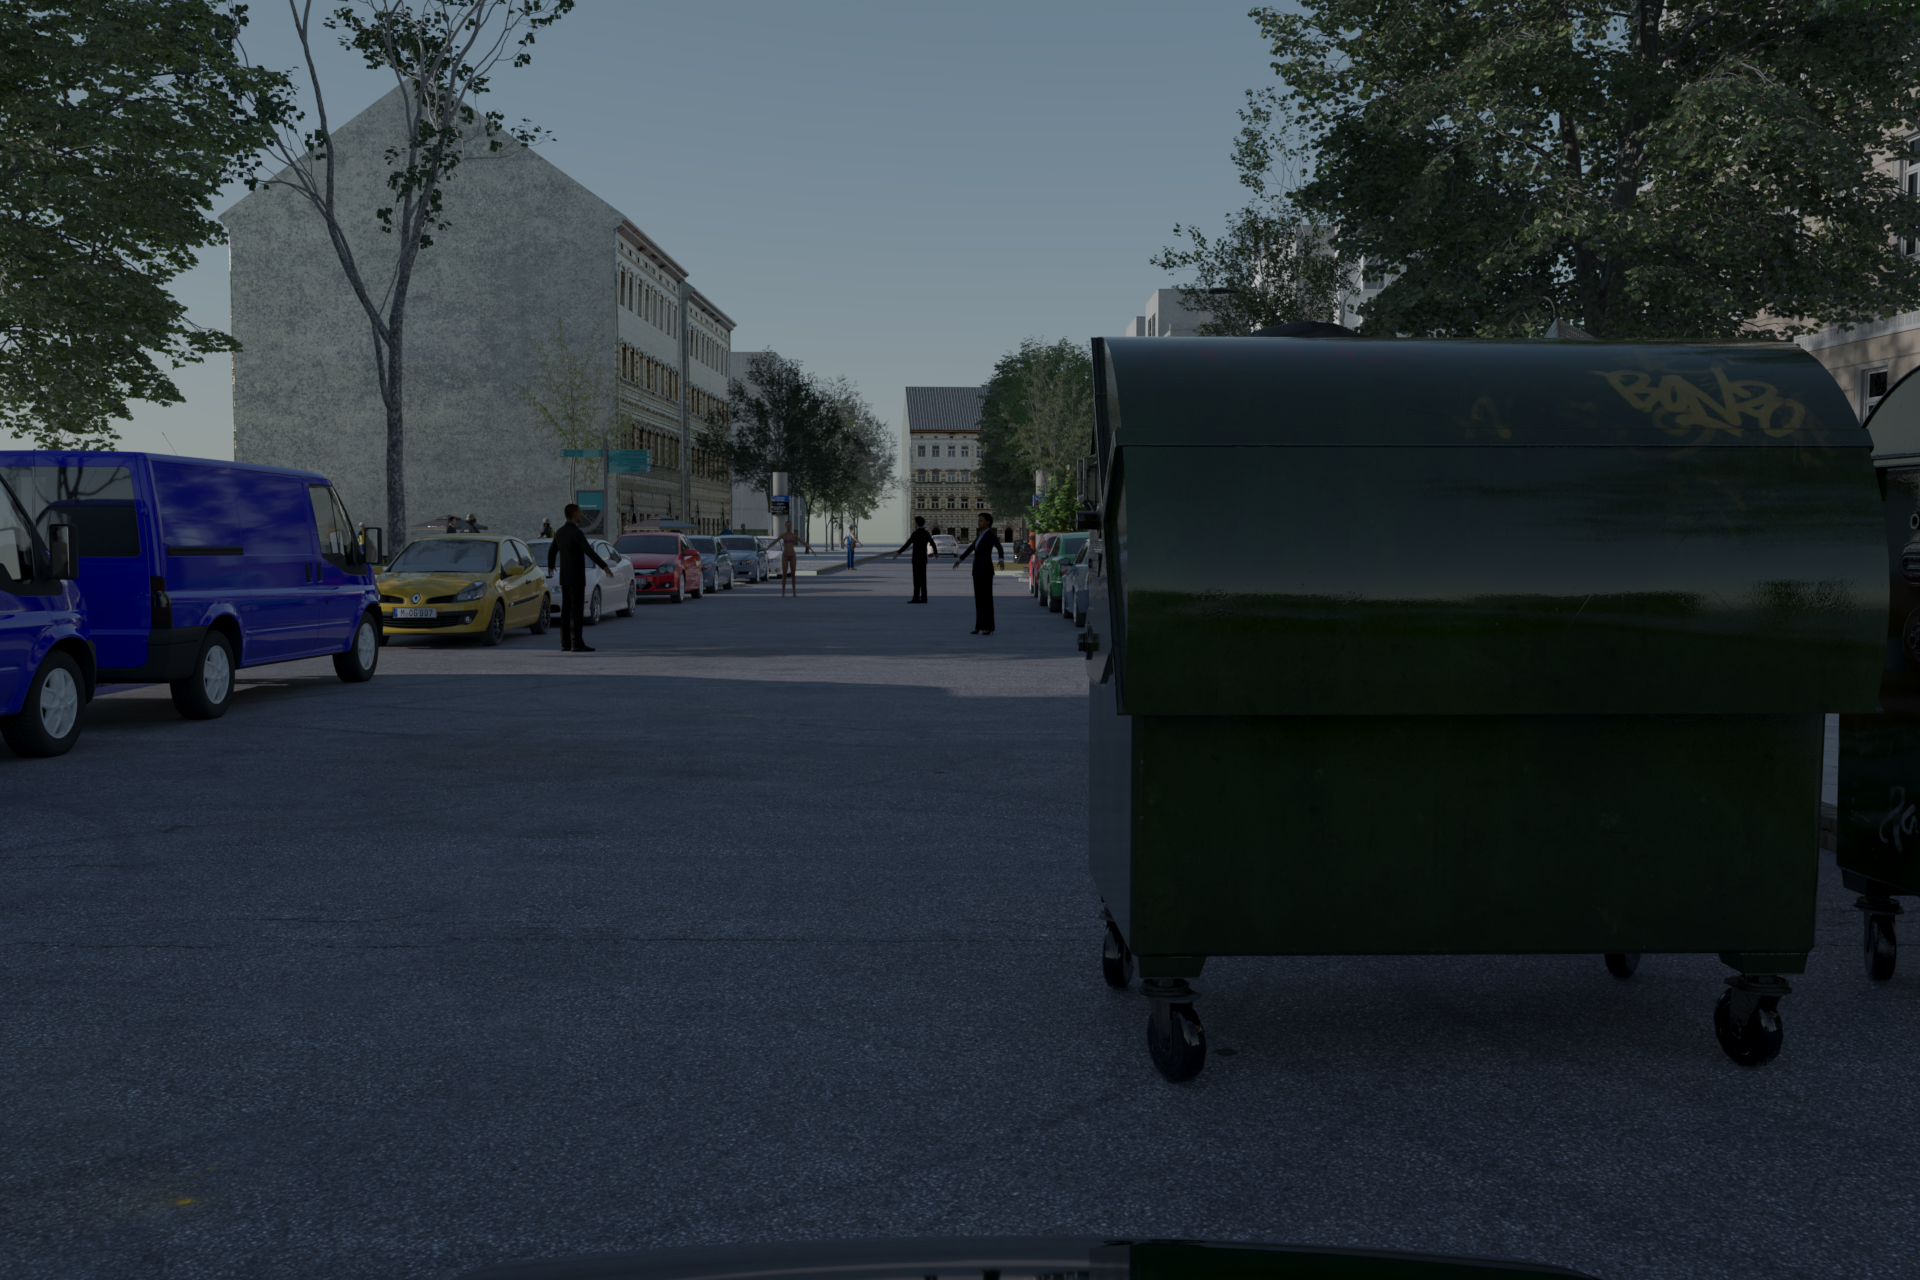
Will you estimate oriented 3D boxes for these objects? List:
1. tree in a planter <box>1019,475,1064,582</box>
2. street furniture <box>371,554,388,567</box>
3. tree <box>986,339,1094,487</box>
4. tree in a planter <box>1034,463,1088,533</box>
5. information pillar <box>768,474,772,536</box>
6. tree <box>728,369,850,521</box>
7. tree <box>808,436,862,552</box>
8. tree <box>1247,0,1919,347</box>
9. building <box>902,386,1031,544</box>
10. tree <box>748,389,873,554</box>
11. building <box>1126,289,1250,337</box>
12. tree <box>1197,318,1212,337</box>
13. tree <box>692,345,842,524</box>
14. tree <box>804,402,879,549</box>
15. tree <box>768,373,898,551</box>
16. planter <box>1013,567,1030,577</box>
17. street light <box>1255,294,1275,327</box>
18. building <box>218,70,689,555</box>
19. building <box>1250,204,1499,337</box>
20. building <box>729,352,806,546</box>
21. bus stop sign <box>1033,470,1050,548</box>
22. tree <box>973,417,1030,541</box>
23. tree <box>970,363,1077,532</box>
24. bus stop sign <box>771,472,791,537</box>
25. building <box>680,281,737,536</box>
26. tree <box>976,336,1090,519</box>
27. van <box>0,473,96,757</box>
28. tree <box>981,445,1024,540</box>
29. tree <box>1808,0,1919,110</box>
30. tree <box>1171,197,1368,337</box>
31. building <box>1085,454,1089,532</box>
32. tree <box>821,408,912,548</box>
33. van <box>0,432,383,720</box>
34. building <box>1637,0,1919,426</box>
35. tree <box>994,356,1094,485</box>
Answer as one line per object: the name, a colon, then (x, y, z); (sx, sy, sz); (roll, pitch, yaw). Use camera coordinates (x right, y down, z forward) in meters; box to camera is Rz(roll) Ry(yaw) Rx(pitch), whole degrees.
tree in a planter: (2.801, -3.395, 52.734); (1.991, 3.239, 1.994); (0, 4, -1)
street furniture: (-20.975, -3.350, 70.403); (5.734, 0.657, 10.072); (0, 4, -2)
tree: (5.415, -10.094, 90.800); (9.928, 11.665, 9.643); (0, 3, 0)
tree in a planter: (2.793, -2.849, 43.811); (1.991, 3.239, 1.994); (0, 4, 1)
information pillar: (-7.457, -4.682, 67.907); (0.183, 3.616, 0.504); (0, 3, 0)
tree: (-9.970, -9.991, 97.759); (8.767, 10.594, 7.601); (3, 4, 37)
tree: (-9.337, -10.613, 123.878); (4.737, 8.622, 4.395); (0, 3, 0)
tree: (8.766, -7.141, 23.410); (9.857, 13.997, 8.962); (0, 3, 0)
building: (0.940, -25.893, 256.743); (18.063, 23.208, 19.493); (0, 4, -5)
tree: (-9.857, -10.802, 111.028); (8.767, 10.594, 7.601); (0, 4, -5)
building: (22.633, -16.330, 133.454); (16.747, 18.905, 31.486); (0, 3, 0)
tree: (9.058, -6.698, 59.869); (4.737, 8.622, 4.395); (0, 3, 0)
tree: (-9.650, -9.284, 86.201); (8.767, 10.594, 7.601); (1, 4, 15)
tree: (-10.382, -13.928, 145.857); (7.486, 12.596, 7.792); (0, 3, 0)
tree: (-9.764, -13.565, 132.159); (12.009, 13.543, 11.850); (0, 3, 0)
planter: (2.817, -2.302, 58.780); (1.991, 0.319, 1.994); (0, 4, -1)
street light: (6.452, -3.685, 32.784); (1.470, 5.913, 1.316); (0, 3, 0)
building: (-25.538, -15.952, 91.747); (19.493, 23.208, 18.063); (0, 4, 1)
building: (23.046, -15.271, 106.093); (16.016, 20.090, 11.380); (0, 4, 0)
building: (-26.212, -19.413, 183.862); (16.747, 18.905, 31.486); (0, 3, 0)
bus stop sign: (3.461, -5.067, 71.864); (0.837, 3.901, 0.837); (0, 4, 0)
tree: (5.869, -15.529, 160.553); (9.857, 13.997, 8.962); (0, 3, 0)
tree: (5.257, -13.299, 124.090); (9.857, 13.997, 8.962); (0, 3, 0)
bus stop sign: (-7.674, -5.201, 74.054); (0.837, 3.901, 0.837); (0, 4, -1)
building: (-25.889, -17.429, 115.901); (19.493, 23.208, 18.063); (0, 4, 1)
tree: (5.626, -12.462, 110.411); (9.857, 13.997, 8.962); (0, 3, 0)
van: (-6.723, -0.306, 9.392); (2.240, 2.365, 5.245); (0, 4, 0)
tree: (5.273, -13.703, 149.800); (9.928, 11.665, 9.643); (0, 3, 0)
tree: (9.222, -5.198, 10.739); (9.928, 11.665, 9.643); (0, 3, 0)
tree: (8.670, -7.001, 48.879); (7.601, 10.594, 8.767); (-1, 4, -20)
building: (23.502, -20.209, 196.866); (16.747, 18.905, 31.486); (0, 4, 0)
tree: (-9.972, -15.374, 161.733); (12.009, 13.543, 11.850); (0, 3, 0)
van: (-6.673, -0.652, 15.038); (2.240, 2.365, 5.245); (0, 4, 0)
building: (25.389, -15.455, 38.594); (13.634, 28.700, 20.117); (0, 4, 0)
tree: (6.009, -10.682, 100.410); (9.928, 11.665, 9.643); (0, 3, 0)
